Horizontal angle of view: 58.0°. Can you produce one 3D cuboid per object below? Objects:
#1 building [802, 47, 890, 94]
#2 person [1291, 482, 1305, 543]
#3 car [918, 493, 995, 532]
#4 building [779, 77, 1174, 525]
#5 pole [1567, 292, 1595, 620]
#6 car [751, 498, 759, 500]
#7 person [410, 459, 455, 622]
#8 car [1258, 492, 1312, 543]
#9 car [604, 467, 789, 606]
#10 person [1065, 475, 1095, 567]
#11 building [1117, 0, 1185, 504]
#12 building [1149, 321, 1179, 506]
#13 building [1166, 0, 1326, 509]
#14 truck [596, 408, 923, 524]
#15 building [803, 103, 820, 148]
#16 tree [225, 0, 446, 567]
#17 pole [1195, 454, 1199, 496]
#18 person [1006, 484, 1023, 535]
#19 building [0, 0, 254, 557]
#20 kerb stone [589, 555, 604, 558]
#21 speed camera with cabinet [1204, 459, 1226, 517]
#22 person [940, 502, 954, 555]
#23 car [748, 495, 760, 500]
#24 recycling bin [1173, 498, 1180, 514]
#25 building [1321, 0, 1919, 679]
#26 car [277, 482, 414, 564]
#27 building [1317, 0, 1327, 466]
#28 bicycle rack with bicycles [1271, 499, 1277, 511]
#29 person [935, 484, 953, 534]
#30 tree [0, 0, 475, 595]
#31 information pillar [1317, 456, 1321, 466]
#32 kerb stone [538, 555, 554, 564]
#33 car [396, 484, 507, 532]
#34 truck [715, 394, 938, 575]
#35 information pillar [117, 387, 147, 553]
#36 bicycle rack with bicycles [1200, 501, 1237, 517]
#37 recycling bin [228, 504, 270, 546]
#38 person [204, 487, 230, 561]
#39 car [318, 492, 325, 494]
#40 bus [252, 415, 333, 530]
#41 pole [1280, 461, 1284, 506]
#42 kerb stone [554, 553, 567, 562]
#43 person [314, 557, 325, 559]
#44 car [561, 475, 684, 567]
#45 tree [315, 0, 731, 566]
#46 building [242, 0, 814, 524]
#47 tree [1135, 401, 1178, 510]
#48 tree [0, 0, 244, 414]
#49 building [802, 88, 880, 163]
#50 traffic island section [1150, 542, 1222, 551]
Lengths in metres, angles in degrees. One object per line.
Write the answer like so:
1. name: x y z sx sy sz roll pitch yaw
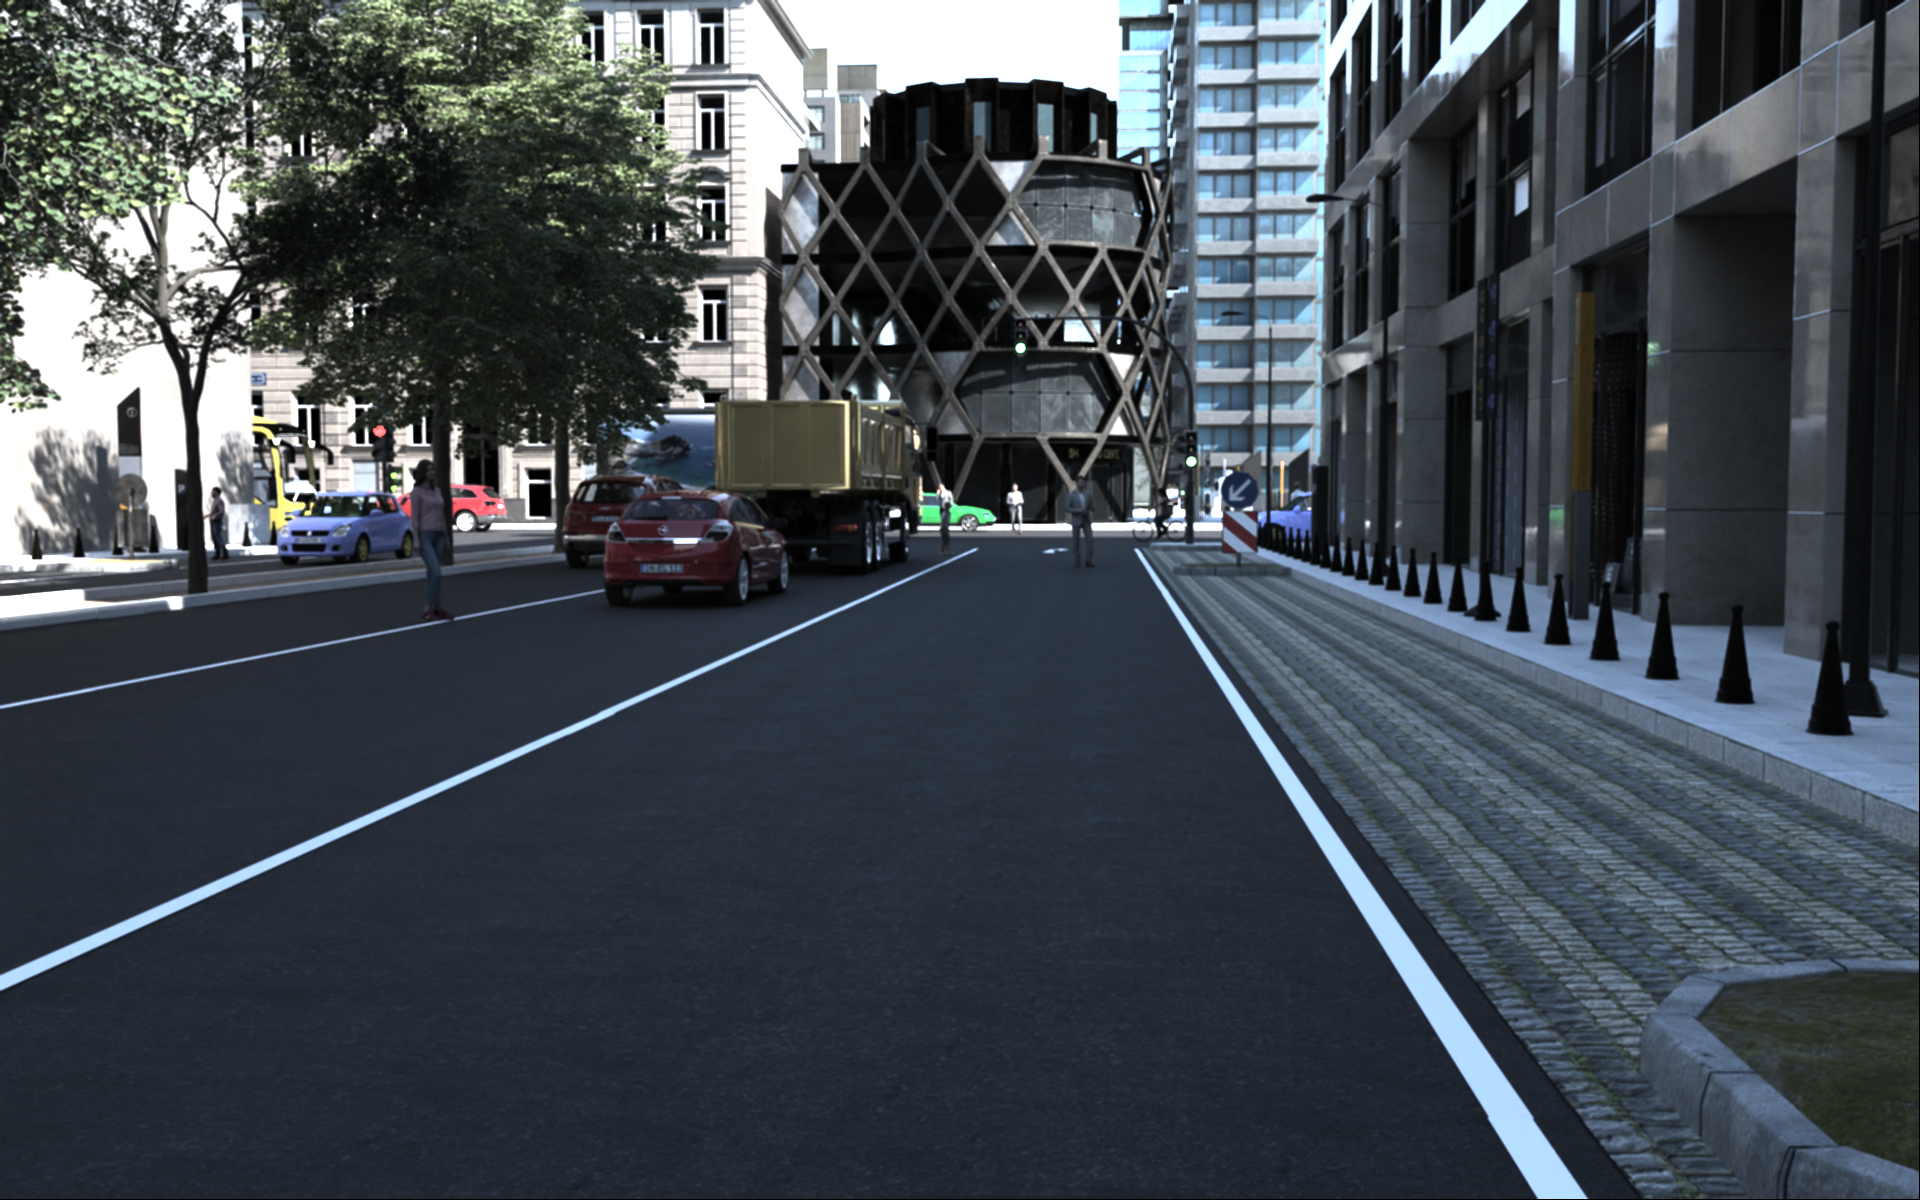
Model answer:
1. building: -17.995 -34.855 193.576 21.600 48.544 21.300 0 4 5
2. person: 9.888 -2.569 50.733 0.478 1.798 0.641 3 5 40
3. car: -0.994 -3.527 66.466 4.718 1.807 1.959 0 4 3
4. building: 1.243 -12.951 79.203 16.811 18.784 16.820 0 4 5
5. pole: 6.330 -1.455 17.639 0.158 3.312 0.155 0 3 0
6. car: -6.015 -2.238 49.179 3.894 1.354 1.945 0 4 4
7. person: -5.950 -0.668 19.431 0.388 1.821 0.555 1 4 15
8. car: 9.554 -2.294 47.100 3.694 1.707 1.945 0 4 5
9. car: -3.523 -0.901 23.777 2.155 1.783 4.494 0 4 5
10. person: 2.419 -1.561 34.222 0.606 1.804 0.583 -2 4 -23
11. building: 33.296 -56.607 238.190 31.000 86.520 22.319 0 4 5
12. building: 34.651 -20.853 185.981 27.650 21.520 28.899 0 4 5
13. building: 30.117 -32.794 155.788 23.786 49.044 30.456 0 4 5
14. truck: -6.248 -4.198 57.544 11.283 4.237 2.839 0 4 3
15. building: -26.287 -28.124 151.713 32.217 40.220 23.993 0 4 5
16. tree: -9.592 -6.810 31.926 7.486 12.596 7.792 0 3 0
17. pole: 12.074 -5.775 88.261 0.158 3.312 0.155 0 3 0
18. person: 1.958 -3.195 60.945 0.606 1.804 0.583 -1 4 -15
19. building: -36.329 -14.204 36.750 34.151 26.468 19.350 0 4 5
20. kerb stone: -8.309 -1.075 39.795 0.120 0.150 1.000 0 4 5
21. speed camera with cabinet: 14.618 -6.392 98.848 0.660 3.252 2.038 -1 4 -15
22. person: -0.312 -1.685 40.735 0.332 1.250 0.352 -2 4 -27
23. car: -7.820 -2.628 52.758 4.222 1.686 2.009 0 4 6
24. recycling bin: 13.625 -5.972 110.201 0.722 1.027 0.722 1 4 9
25. building: 17.217 -13.480 24.909 19.350 26.468 34.151 0 4 5
26. car: -12.920 -1.643 36.455 1.945 1.707 3.694 0 4 4
27. building: 31.238 -18.156 74.340 29.804 29.767 11.434 0 4 5
28. bicycle rack with bicycles: 19.083 -6.019 111.785 2.925 0.926 2.852 -1 4 -11
29. person: -0.572 -3.268 62.113 0.592 1.802 0.473 3 5 45
30. tree: -10.678 -5.355 24.421 8.767 10.594 7.601 0 4 5
31. information pillar: 21.966 -7.017 106.077 0.183 3.616 0.504 0 4 -5
32. kerb stone: -8.642 -0.819 35.685 0.120 0.150 1.000 0 4 5
33. car: -19.949 -3.494 65.803 5.304 1.827 2.281 0 4 3
34. truck: -2.532 -2.361 34.528 3.469 3.379 9.791 0 4 5
35. information pillar: -18.174 -2.852 37.981 0.504 3.616 0.183 0 4 -1
36. bicycle rack with bicycles: 14.410 -5.061 96.126 2.852 0.926 2.925 1 4 20
37. recycling bin: -17.856 -1.893 43.504 0.722 1.027 0.722 2 4 24
38. person: -15.897 -1.624 37.005 0.435 1.587 0.963 -3 5 -40
39. car: -21.074 -3.006 58.736 3.694 1.707 1.945 0 4 4
40. bus: -25.813 -3.771 53.203 12.252 3.916 2.896 0 4 3
41. pole: 19.908 -6.929 107.130 0.158 3.312 0.155 0 3 0
42. kerb stone: -8.557 -0.888 36.707 0.120 0.150 1.000 0 4 5
43. person: -14.246 -1.593 38.459 0.435 1.345 0.340 2 4 29
44. car: -6.524 -1.630 35.322 2.281 1.827 5.304 0 4 4
45. tree: -9.171 -7.287 39.728 7.486 12.596 7.792 0 3 0
46. building: -20.041 -17.218 78.773 25.104 27.353 12.463 0 4 5
47. tree: 15.433 -11.439 137.385 4.360 8.622 3.978 0 3 0
48. tree: -11.465 -6.509 15.540 9.857 13.997 8.962 0 3 0
49. building: -15.223 -29.800 170.830 14.154 41.232 14.086 0 4 5
50. traffic island section: 5.908 -1.355 44.429 2.009 0.180 2.903 0 4 5
